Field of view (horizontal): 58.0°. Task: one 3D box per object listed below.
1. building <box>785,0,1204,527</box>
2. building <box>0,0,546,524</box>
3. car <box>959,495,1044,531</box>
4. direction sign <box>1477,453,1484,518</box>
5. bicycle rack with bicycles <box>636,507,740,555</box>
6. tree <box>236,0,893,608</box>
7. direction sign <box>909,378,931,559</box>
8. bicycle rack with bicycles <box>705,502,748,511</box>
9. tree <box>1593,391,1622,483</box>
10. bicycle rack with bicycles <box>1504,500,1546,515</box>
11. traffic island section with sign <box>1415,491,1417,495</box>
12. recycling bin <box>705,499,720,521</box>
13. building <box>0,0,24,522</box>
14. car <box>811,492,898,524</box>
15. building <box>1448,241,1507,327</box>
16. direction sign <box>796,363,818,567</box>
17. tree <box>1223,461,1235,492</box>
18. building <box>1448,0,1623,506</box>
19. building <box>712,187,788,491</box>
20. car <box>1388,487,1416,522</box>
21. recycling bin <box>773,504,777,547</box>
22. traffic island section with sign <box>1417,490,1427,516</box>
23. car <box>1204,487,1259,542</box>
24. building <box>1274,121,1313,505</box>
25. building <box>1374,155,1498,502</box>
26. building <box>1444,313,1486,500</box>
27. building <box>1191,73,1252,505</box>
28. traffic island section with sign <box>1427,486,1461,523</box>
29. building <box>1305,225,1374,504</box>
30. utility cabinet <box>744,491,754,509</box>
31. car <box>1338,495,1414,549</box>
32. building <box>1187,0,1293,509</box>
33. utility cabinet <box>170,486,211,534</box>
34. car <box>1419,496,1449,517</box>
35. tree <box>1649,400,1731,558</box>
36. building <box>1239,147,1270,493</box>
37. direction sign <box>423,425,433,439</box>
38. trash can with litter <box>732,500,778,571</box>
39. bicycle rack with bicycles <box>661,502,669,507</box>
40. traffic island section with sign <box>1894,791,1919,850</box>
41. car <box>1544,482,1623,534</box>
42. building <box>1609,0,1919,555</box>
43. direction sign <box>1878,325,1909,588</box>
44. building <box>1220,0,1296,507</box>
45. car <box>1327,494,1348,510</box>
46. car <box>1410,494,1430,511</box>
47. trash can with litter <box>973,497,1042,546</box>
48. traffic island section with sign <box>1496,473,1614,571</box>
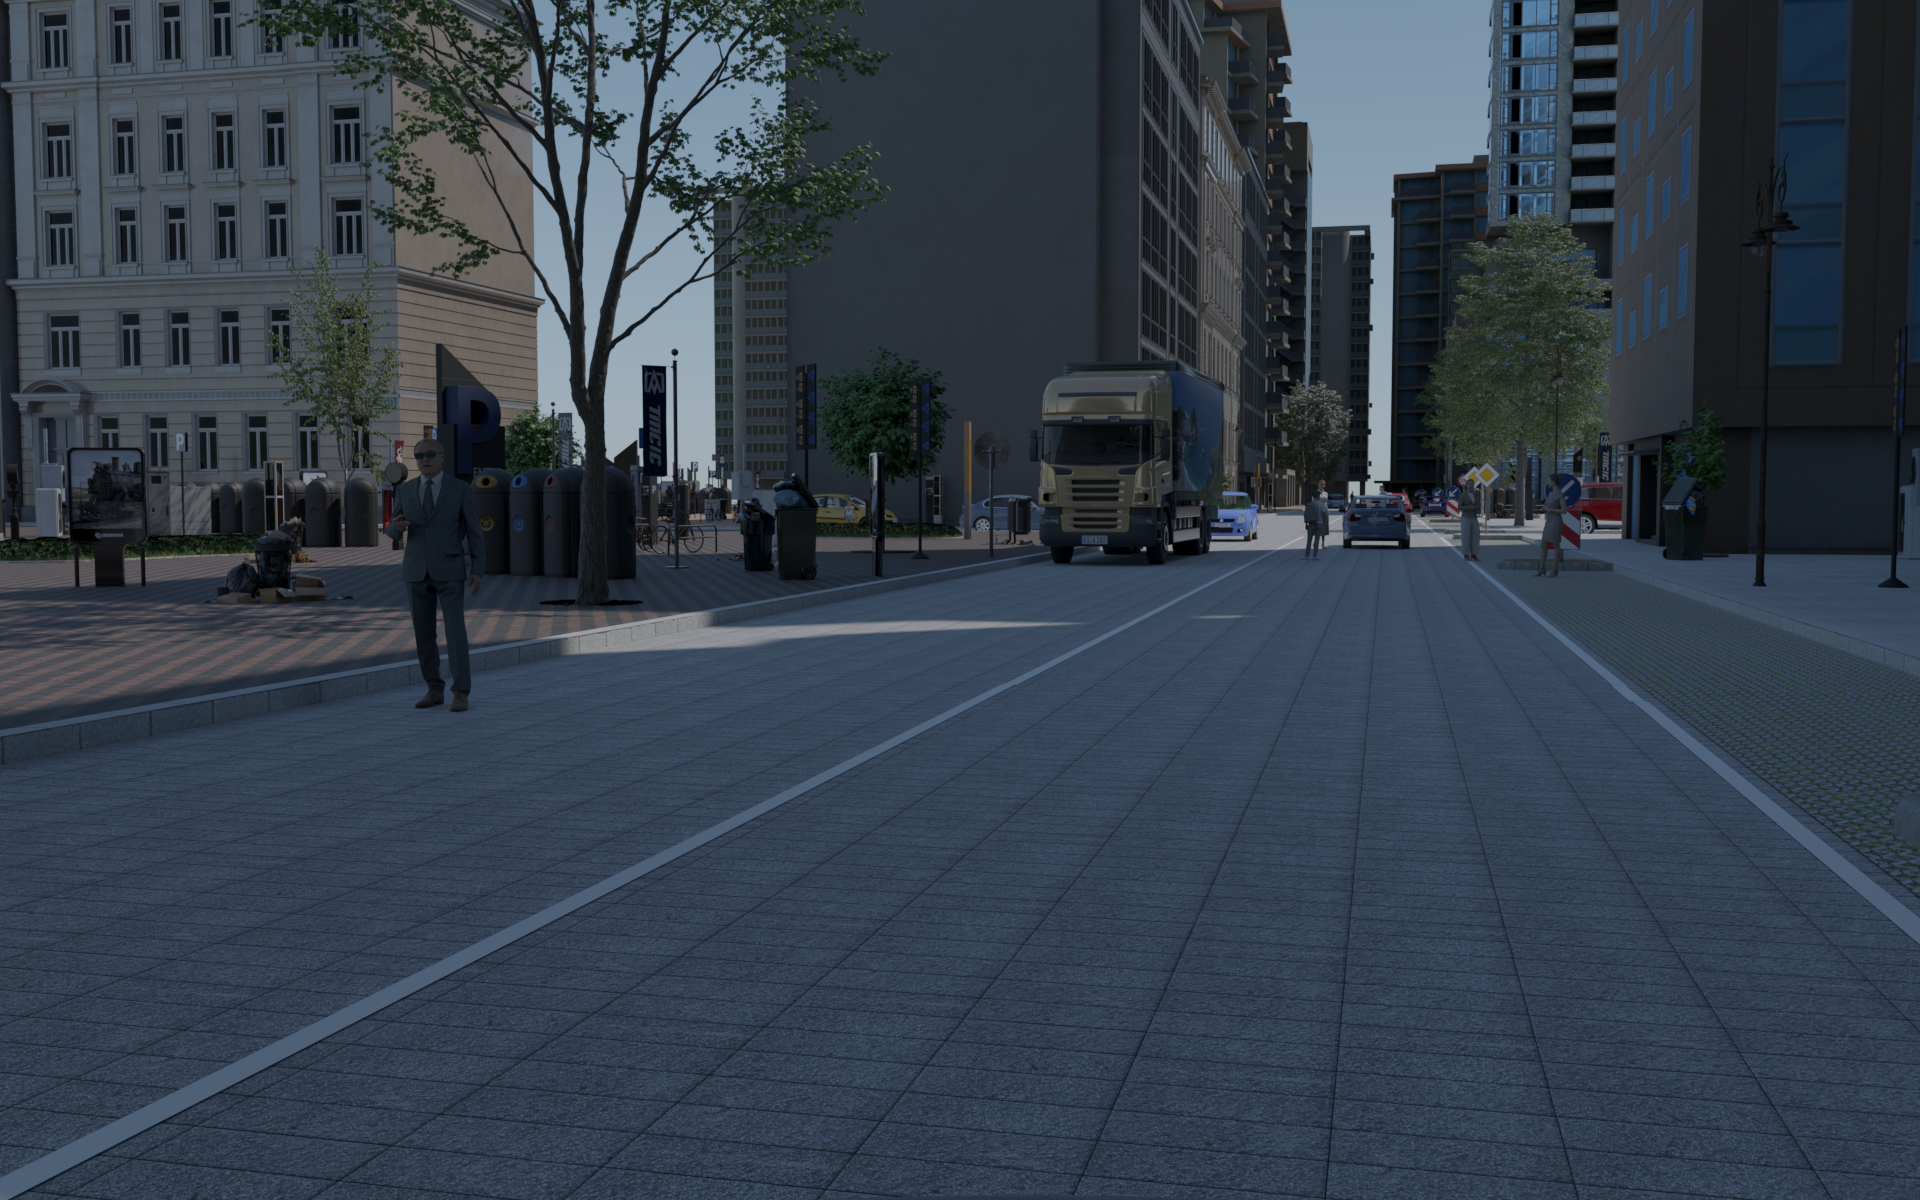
[{"bbox_3d":[2.712,-17.460,78.981,14.314,27.812,24.014,1,4,14],"label":"building"},{"bbox_3d":[-31.888,-18.099,81.824,20.117,28.700,13.634,1,4,14],"label":"building"},{"bbox_3d":[2.241,-3.049,61.861,4.499,1.417,2.014,1,4,14],"label":"car"},{"bbox_3d":[28.186,-6.235,93.941,0.379,3.537,0.876,0,4,-5],"label":"direction sign"},{"bbox_3d":[-6.739,-1.485,37.655,2.852,0.926,2.925,2,4,28],"label":"bicycle rack with bicycles"},{"bbox_3d":[-4.213,-5.742,19.637,9.928,11.665,9.643,0,3,0],"label":"tree"},{"bbox_3d":[-0.789,-2.582,34.220,0.379,3.537,0.876,-2,4,-28],"label":"direction sign"},{"bbox_3d":[-10.513,-4.010,78.937,2.852,0.926,2.925,1,4,11],"label":"bicycle rack with bicycles"},{"bbox_3d":[42.264,-10.077,115.117,4.737,8.622,4.395,0,3,0],"label":"tree"},{"bbox_3d":[34.030,-5.519,103.612,2.925,0.926,2.852,-1,4,-11],"label":"bicycle rack with bicycles"},{"bbox_3d":[43.074,-9.359,161.640,1.989,1.847,2.006,1,4,14],"label":"traffic island section with sign"},{"bbox_3d":[-12.062,-4.395,84.405,0.722,1.027,0.722,-1,4,-10],"label":"recycling bin"},{"bbox_3d":[-51.514,-16.389,85.984,19.932,24.808,12.078,1,4,14],"label":"building"},{"bbox_3d":[-4.302,-3.316,64.444,3.980,1.641,2.015,1,4,15],"label":"car"},{"bbox_3d":[63.056,-26.110,198.597,14.160,30.474,14.107,1,4,14],"label":"building"},{"bbox_3d":[-2.700,-2.352,30.451,0.379,3.537,0.876,-2,4,-28],"label":"direction sign"},{"bbox_3d":[13.038,-5.665,87.228,1.663,3.219,1.824,0,3,0],"label":"tree"},{"bbox_3d":[54.003,-50.982,146.220,22.319,86.520,31.000,1,4,14],"label":"building"},{"bbox_3d":[-15.024,-31.610,208.703,23.993,40.220,32.217,1,4,14],"label":"building"},{"bbox_3d":[21.633,-4.737,86.486,2.155,1.783,4.494,1,4,16],"label":"car"},{"bbox_3d":[-4.131,-1.819,42.300,0.722,1.027,0.722,1,4,10],"label":"recycling bin"},{"bbox_3d":[31.164,-6.410,113.434,1.989,1.847,2.006,1,4,14],"label":"traffic island section with sign"},{"bbox_3d":[8.260,-2.685,53.496,1.945,1.707,3.694,1,4,14],"label":"car"},{"bbox_3d":[34.169,-33.994,205.907,14.200,45.320,14.600,1,4,14],"label":"building"},{"bbox_3d":[69.193,-34.941,225.911,28.867,44.769,22.147,1,4,14],"label":"building"},{"bbox_3d":[64.229,-20.271,176.477,27.650,21.520,28.899,1,4,14],"label":"building"},{"bbox_3d":[9.943,-18.667,102.463,12.463,27.353,25.104,1,4,14],"label":"building"},{"bbox_3d":[24.701,-4.809,87.262,1.989,1.847,2.006,1,4,14],"label":"traffic island section with sign"},{"bbox_3d":[44.128,-33.336,236.920,23.993,40.220,32.217,1,4,14],"label":"building"},{"bbox_3d":[-16.670,-7.848,136.993,1.173,1.500,0.318,1,4,23],"label":"utility cabinet"},{"bbox_3d":[11.242,-2.129,46.813,2.014,1.417,4.499,1,4,13],"label":"car"},{"bbox_3d":[17.932,-30.603,154.981,22.147,44.769,28.867,1,4,14],"label":"building"},{"bbox_3d":[-22.503,-2.559,50.516,0.318,1.500,1.173,3,5,43],"label":"utility cabinet"},{"bbox_3d":[29.450,-5.797,107.361,1.945,1.354,3.894,1,4,15],"label":"car"},{"bbox_3d":[15.289,-2.499,35.467,1.663,3.219,1.824,0,3,0],"label":"tree"},{"bbox_3d":[14.589,-20.379,126.696,14.314,27.812,24.014,1,4,14],"label":"building"},{"bbox_3d":[-17.322,-3.995,57.323,0.379,3.537,0.876,3,5,44],"label":"direction sign"},{"bbox_3d":[-3.183,-1.082,29.073,1.055,1.170,0.624,-2,4,-27],"label":"trash can with litter"},{"bbox_3d":[-14.345,-4.190,81.895,2.925,0.926,2.852,0,4,-1],"label":"bicycle rack with bicycles"},{"bbox_3d":[4.789,0.125,6.578,1.989,1.847,2.006,1,4,14],"label":"traffic island section with sign"},{"bbox_3d":[22.244,-2.994,57.621,5.304,1.827,2.281,1,4,16],"label":"car"},{"bbox_3d":[23.894,-23.888,40.678,14.600,45.320,14.200,1,4,14],"label":"building"},{"bbox_3d":[12.820,-1.938,23.689,0.379,3.537,0.876,1,4,20],"label":"direction sign"},{"bbox_3d":[24.410,-45.311,179.083,20.563,71.187,20.611,1,4,14],"label":"building"},{"bbox_3d":[32.109,-8.320,148.040,2.014,1.417,4.499,1,4,12],"label":"car"},{"bbox_3d":[39.957,-8.563,149.798,2.009,1.686,4.222,1,4,14],"label":"car"},{"bbox_3d":[1.324,-2.013,43.963,1.678,1.210,2.233,-1,4,-12],"label":"trash can with litter"},{"bbox_3d":[11.307,-1.492,33.024,1.989,1.847,2.006,1,4,14],"label":"traffic island section with sign"}]
